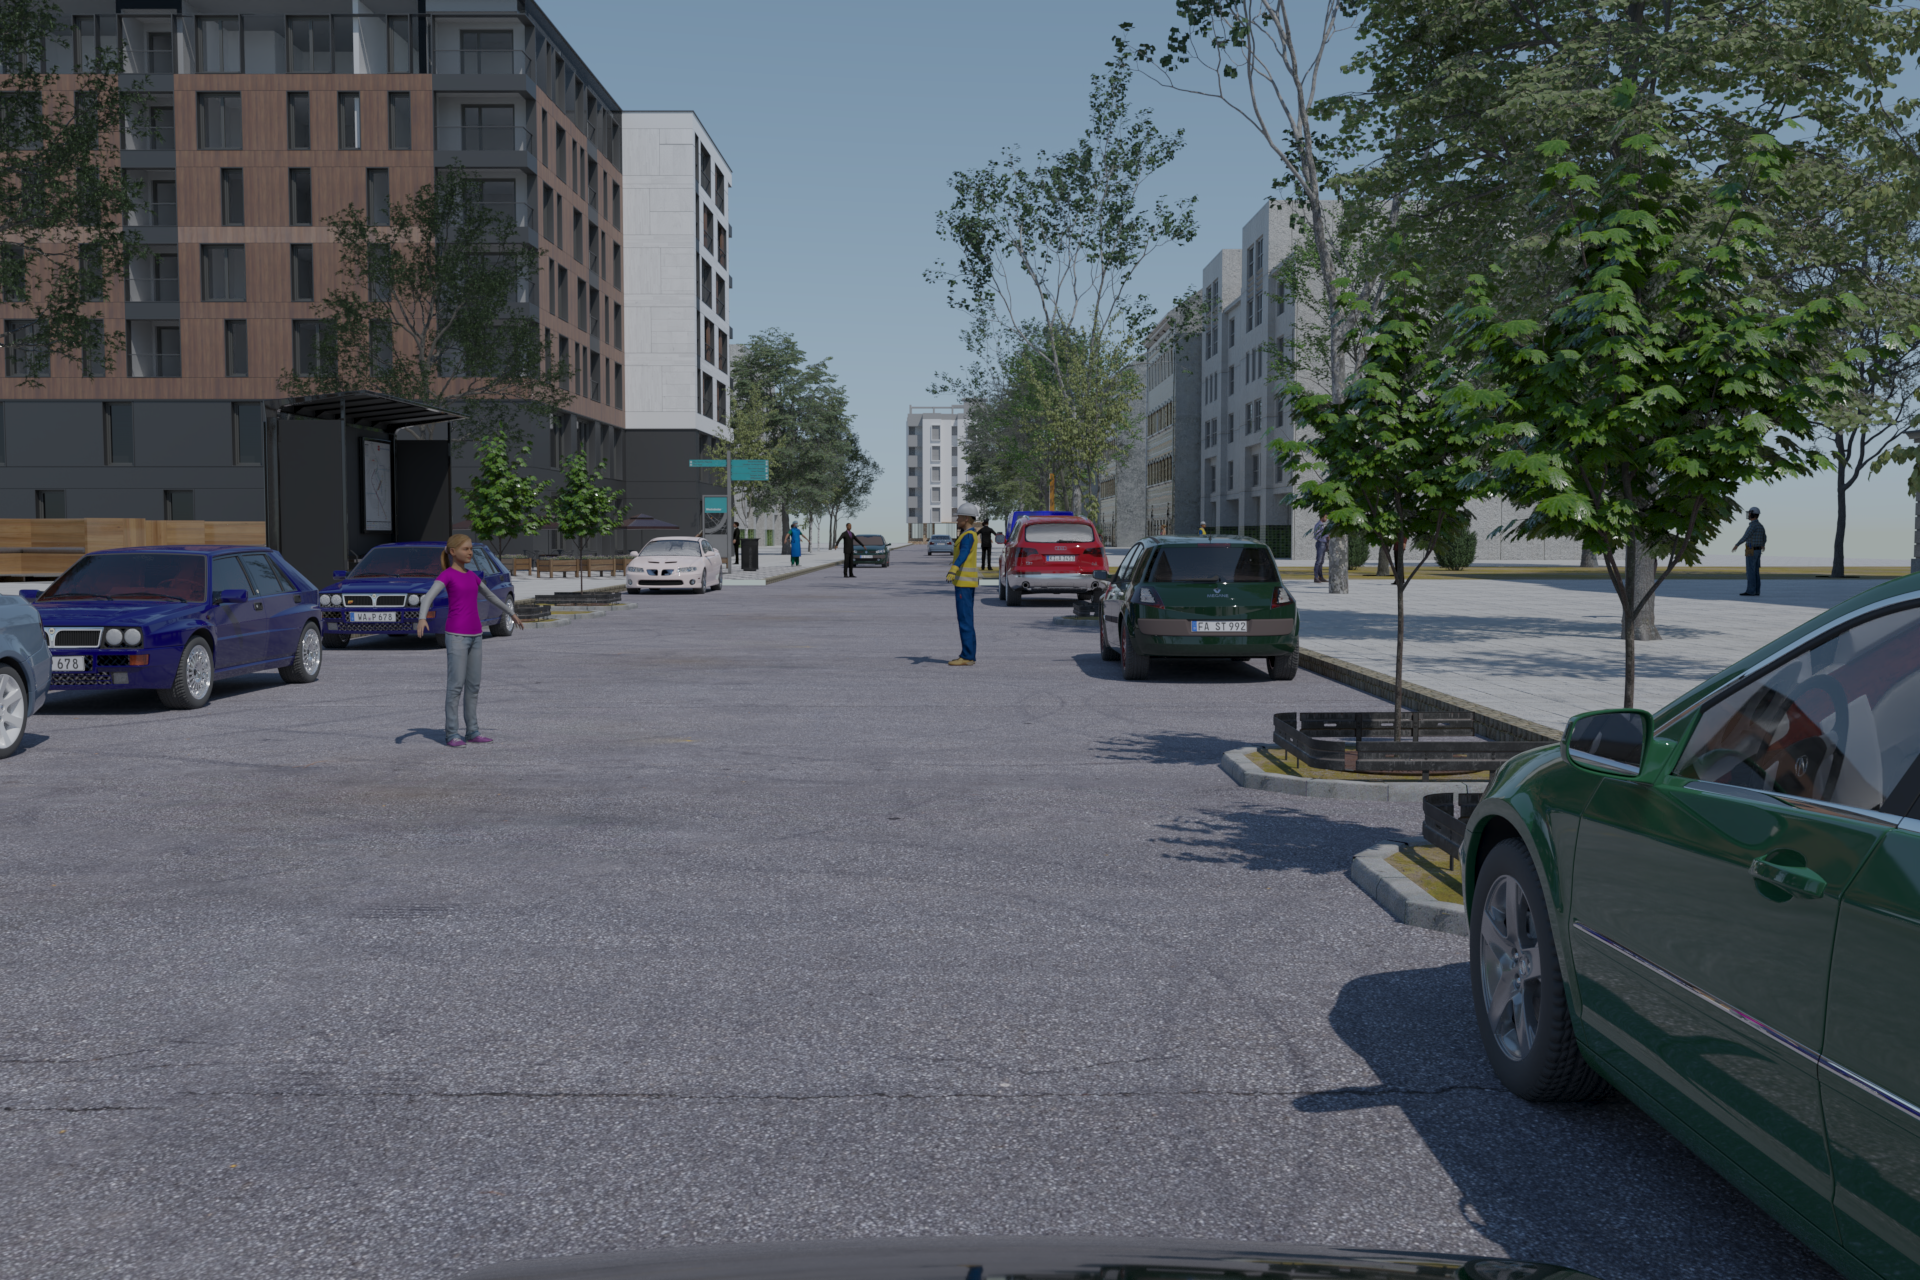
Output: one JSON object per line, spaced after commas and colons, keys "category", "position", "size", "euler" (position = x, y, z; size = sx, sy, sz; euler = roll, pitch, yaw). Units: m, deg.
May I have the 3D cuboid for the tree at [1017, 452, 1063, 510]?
{"category": "tree", "position": [5.438, -10.733, 125.841], "size": [4.737, 8.622, 4.395], "euler": [0, 3, 0]}

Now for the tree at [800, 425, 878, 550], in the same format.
{"category": "tree", "position": [-10.410, -12.408, 137.290], "size": [8.767, 10.594, 7.601], "euler": [1, 4, 8]}

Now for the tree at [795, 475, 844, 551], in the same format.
{"category": "tree", "position": [-10.741, -11.054, 131.094], "size": [4.737, 8.622, 4.395], "euler": [0, 3, 0]}

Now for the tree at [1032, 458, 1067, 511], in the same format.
{"category": "tree", "position": [13.415, -19.843, 242.559], "size": [7.486, 12.596, 7.792], "euler": [0, 3, 0]}

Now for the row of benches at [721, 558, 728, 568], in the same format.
{"category": "row of benches", "position": [-9.922, -2.905, 62.956], "size": [1.422, 0.672, 4.104], "euler": [2, 4, 30]}

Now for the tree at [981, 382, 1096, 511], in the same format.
{"category": "tree", "position": [5.028, -11.920, 113.022], "size": [7.486, 12.596, 7.792], "euler": [0, 3, 0]}

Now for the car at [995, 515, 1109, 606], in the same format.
{"category": "car", "position": [1.889, -1.671, 35.988], "size": [2.281, 1.827, 5.304], "euler": [0, 4, -1]}

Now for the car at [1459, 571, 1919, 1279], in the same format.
{"category": "car", "position": [2.327, 0.537, 3.017], "size": [2.131, 1.459, 4.920], "euler": [0, 4, -1]}

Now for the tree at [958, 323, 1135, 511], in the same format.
{"category": "tree", "position": [5.106, -11.604, 100.093], "size": [12.009, 13.543, 11.850], "euler": [0, 3, 0]}

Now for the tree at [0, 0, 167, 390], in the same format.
{"category": "tree", "position": [-13.110, -5.260, 20.419], "size": [7.601, 10.594, 8.767], "euler": [-1, 4, -14]}

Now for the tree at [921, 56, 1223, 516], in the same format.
{"category": "tree", "position": [4.694, -13.158, 71.015], "size": [12.611, 20.169, 13.585], "euler": [0, 3, 0]}

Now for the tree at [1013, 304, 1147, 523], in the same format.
{"category": "tree", "position": [3.942, -6.384, 54.740], "size": [4.737, 8.622, 4.395], "euler": [0, 3, 0]}

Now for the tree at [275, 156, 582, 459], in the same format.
{"category": "tree", "position": [-12.727, -6.584, 42.060], "size": [7.601, 10.594, 8.767], "euler": [-3, 4, -37]}

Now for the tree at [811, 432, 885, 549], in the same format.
{"category": "tree", "position": [-10.842, -13.099, 148.585], "size": [8.767, 10.594, 7.601], "euler": [-1, 4, -12]}

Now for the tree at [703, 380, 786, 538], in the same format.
{"category": "tree", "position": [-10.324, -8.128, 83.257], "size": [4.737, 8.622, 4.395], "euler": [0, 3, 0]}

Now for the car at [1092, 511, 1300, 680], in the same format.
{"category": "car", "position": [2.450, -0.526, 18.394], "size": [2.009, 1.686, 4.222], "euler": [0, 3, 0]}

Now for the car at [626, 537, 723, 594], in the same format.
{"category": "car", "position": [-7.017, -1.866, 42.872], "size": [2.083, 1.381, 4.827], "euler": [0, 4, 0]}

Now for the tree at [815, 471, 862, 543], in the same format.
{"category": "tree", "position": [-16.932, -18.677, 239.786], "size": [7.601, 10.594, 8.767], "euler": [0, 4, -2]}

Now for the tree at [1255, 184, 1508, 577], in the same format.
{"category": "tree", "position": [12.793, -7.729, 52.120], "size": [9.928, 11.665, 9.643], "euler": [0, 3, 0]}

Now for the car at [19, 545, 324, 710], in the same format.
{"category": "car", "position": [-7.084, -0.170, 15.361], "size": [1.945, 1.354, 3.894], "euler": [0, 4, 0]}

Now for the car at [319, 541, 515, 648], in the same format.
{"category": "car", "position": [-7.145, -0.634, 22.954], "size": [1.945, 1.354, 3.894], "euler": [0, 4, 0]}

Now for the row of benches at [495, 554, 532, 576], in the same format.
{"category": "row of benches", "position": [-14.788, -2.368, 54.173], "size": [4.104, 0.672, 1.422], "euler": [3, 5, 41]}

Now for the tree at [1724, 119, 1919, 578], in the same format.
{"category": "tree", "position": [25.966, -8.571, 50.498], "size": [12.009, 13.543, 11.850], "euler": [0, 3, 0]}

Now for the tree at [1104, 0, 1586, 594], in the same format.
{"category": "tree", "position": [8.523, -10.972, 35.282], "size": [12.611, 20.169, 13.585], "euler": [0, 3, 0]}

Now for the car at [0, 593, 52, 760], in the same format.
{"category": "car", "position": [-6.934, 0.139, 9.732], "size": [2.014, 1.417, 4.499], "euler": [0, 3, 0]}

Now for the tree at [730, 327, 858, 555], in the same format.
{"category": "tree", "position": [-10.642, -12.198, 106.090], "size": [9.857, 13.997, 8.962], "euler": [0, 3, 0]}

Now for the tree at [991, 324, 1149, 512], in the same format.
{"category": "tree", "position": [5.390, -9.726, 84.778], "size": [9.928, 11.665, 9.643], "euler": [0, 3, 0]}

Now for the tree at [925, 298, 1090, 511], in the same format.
{"category": "tree", "position": [4.012, -17.354, 139.630], "size": [12.611, 20.169, 13.585], "euler": [0, 3, 0]}

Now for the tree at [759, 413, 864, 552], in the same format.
{"category": "tree", "position": [-10.815, -11.555, 123.339], "size": [8.767, 10.594, 7.601], "euler": [0, 4, 6]}

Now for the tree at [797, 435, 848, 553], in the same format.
{"category": "tree", "position": [-10.166, -10.106, 115.599], "size": [4.360, 8.622, 3.978], "euler": [0, 3, 0]}

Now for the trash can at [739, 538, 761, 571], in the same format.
{"category": "trash can", "position": [-7.251, -2.940, 59.724], "size": [0.748, 1.137, 0.748], "euler": [0, 3, 0]}

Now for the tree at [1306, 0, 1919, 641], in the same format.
{"category": "tree", "position": [7.840, -6.277, 20.749], "size": [7.486, 12.596, 7.792], "euler": [0, 3, 0]}

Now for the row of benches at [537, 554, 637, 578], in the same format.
{"category": "row of benches", "position": [-10.859, -2.226, 51.857], "size": [1.422, 0.672, 4.104], "euler": [3, 4, 36]}

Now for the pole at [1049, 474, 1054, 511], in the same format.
{"category": "pole", "position": [3.100, -3.956, 58.516], "size": [0.158, 3.312, 0.155], "euler": [0, 3, 0]}

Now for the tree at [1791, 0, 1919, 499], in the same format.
{"category": "tree", "position": [8.278, -3.832, 13.023], "size": [4.737, 8.622, 4.395], "euler": [0, 3, 0]}

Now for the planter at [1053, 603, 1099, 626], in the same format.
{"category": "planter", "position": [2.510, -0.413, 27.894], "size": [1.991, 0.319, 1.994], "euler": [0, 4, -1]}

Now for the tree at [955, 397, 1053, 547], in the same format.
{"category": "tree", "position": [4.262, -15.195, 155.087], "size": [9.857, 13.997, 8.962], "euler": [0, 3, 0]}

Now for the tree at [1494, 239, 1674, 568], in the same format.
{"category": "tree", "position": [24.138, -9.765, 66.313], "size": [9.857, 13.997, 8.962], "euler": [0, 3, 0]}

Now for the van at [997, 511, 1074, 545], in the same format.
{"category": "van", "position": [2.191, -2.683, 48.258], "size": [2.240, 2.365, 5.245], "euler": [0, 3, 0]}
